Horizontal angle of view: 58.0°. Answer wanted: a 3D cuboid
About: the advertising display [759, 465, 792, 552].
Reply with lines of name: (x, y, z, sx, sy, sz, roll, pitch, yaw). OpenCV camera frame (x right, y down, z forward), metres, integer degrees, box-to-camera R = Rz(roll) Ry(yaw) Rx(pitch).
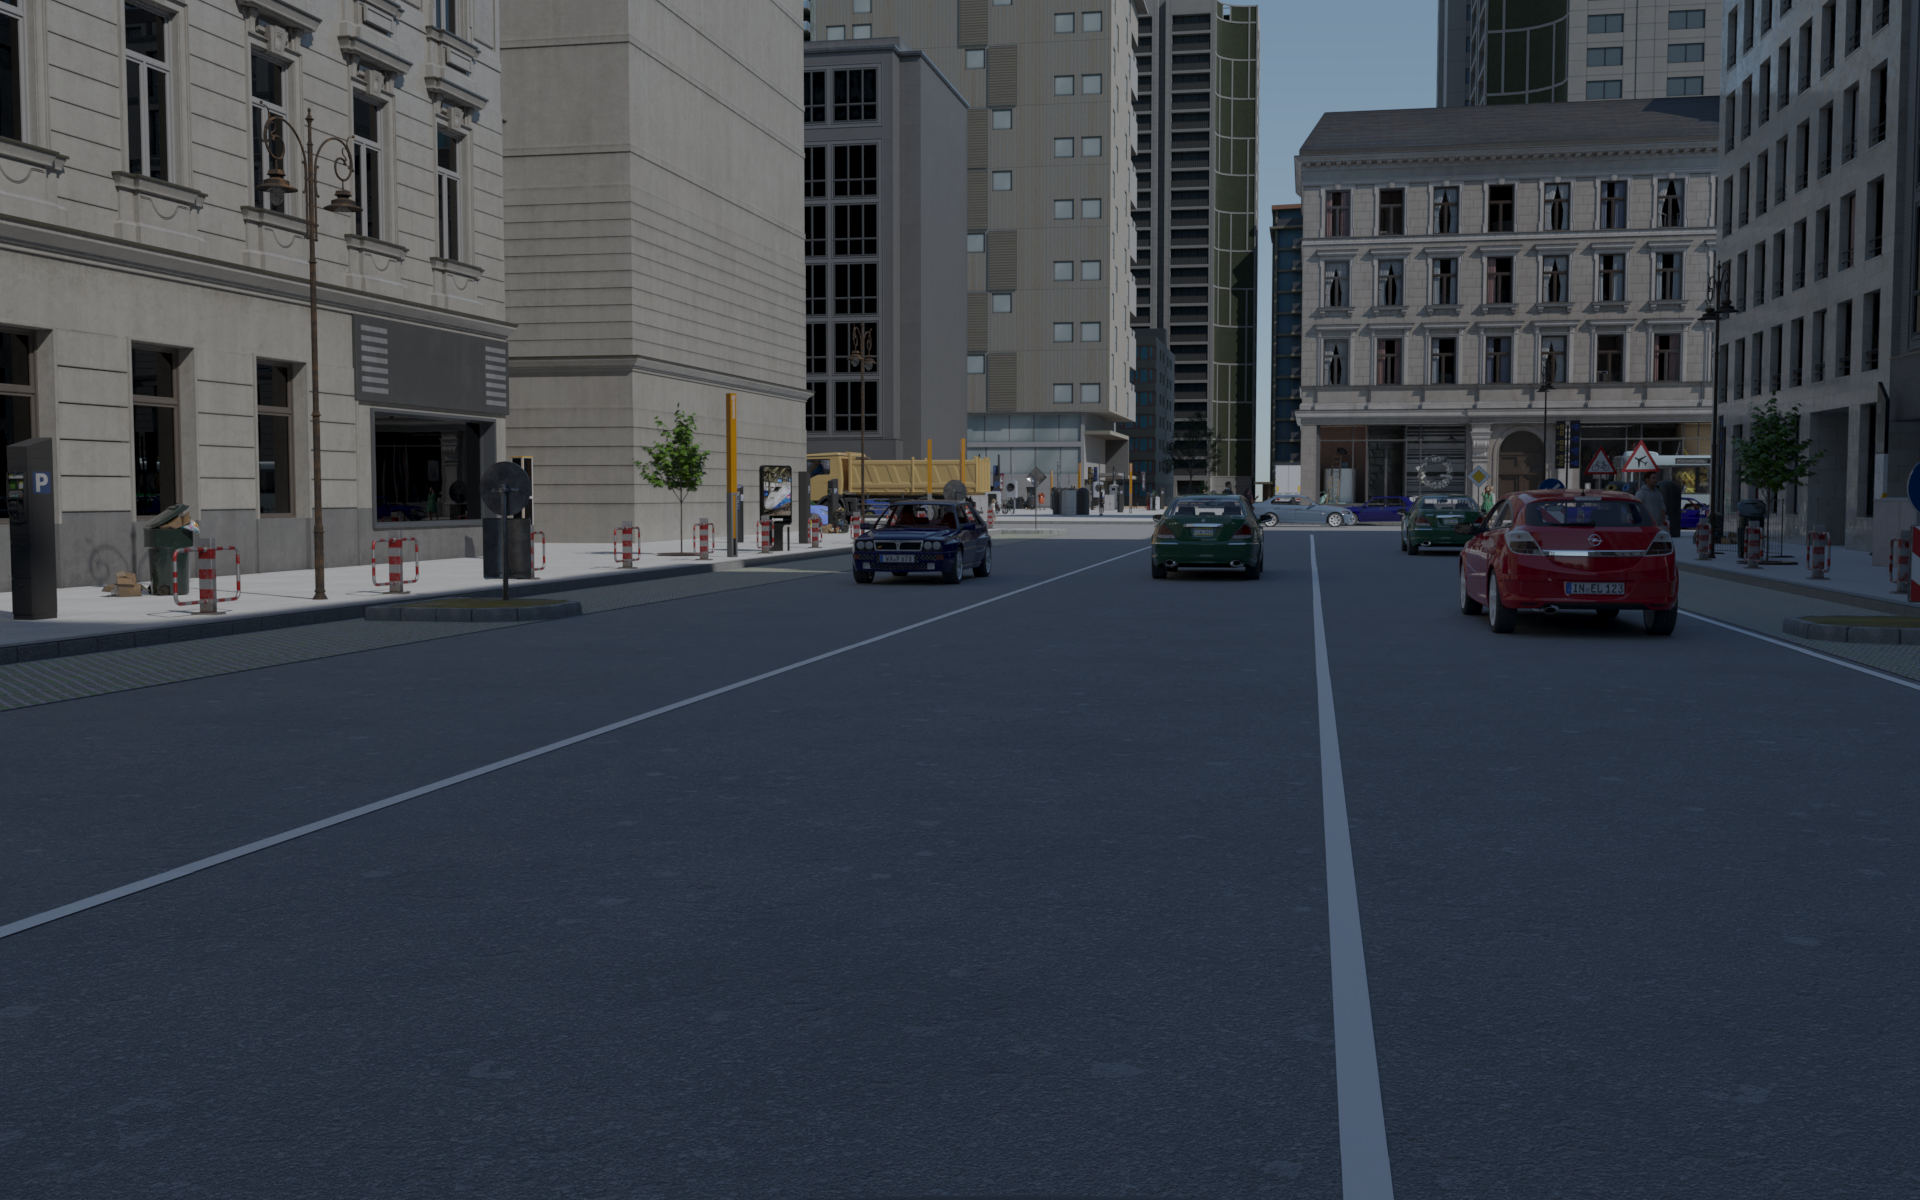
advertising display: (-4.115, -2.048, 38.706, 0.123, 1.923, 0.974, 2, 4, 35)

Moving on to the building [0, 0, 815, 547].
building: (-27.904, -17.098, 55.967, 44.131, 29.872, 17.030, 1, 4, 11)

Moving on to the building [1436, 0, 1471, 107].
building: (60.042, -38.999, 179.636, 21.231, 58.520, 28.212, 1, 4, 11)

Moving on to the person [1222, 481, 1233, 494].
person: (9.976, -3.429, 63.922, 0.474, 1.900, 0.648, -3, 5, -42)

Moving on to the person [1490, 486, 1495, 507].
person: (23.583, -4.173, 77.086, 0.624, 1.780, 0.694, -1, 4, -12)

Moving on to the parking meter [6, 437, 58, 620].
parking meter: (-9.494, -0.734, 17.714, 0.255, 1.863, 0.399, 1, 4, 16)

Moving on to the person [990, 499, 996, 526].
person: (1.416, -3.926, 77.710, 0.382, 1.210, 0.505, -2, 4, -34)

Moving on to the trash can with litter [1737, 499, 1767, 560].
trash can with litter: (15.711, -1.396, 34.216, 0.624, 1.170, 1.055, 1, 4, 15)

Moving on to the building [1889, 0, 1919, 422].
building: (24.291, -14.069, 23.528, 14.314, 27.812, 24.014, 1, 4, 11)

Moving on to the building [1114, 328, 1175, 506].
building: (9.918, -22.063, 205.768, 28.899, 21.520, 27.650, 1, 4, 11)

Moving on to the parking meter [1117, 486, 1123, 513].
parking meter: (11.092, -6.985, 119.921, 0.399, 1.863, 0.255, -2, 4, -31)

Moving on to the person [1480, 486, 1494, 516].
person: (22.416, -3.971, 73.668, 0.600, 1.795, 0.529, 0, 4, -3)

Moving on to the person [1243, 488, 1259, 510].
person: (10.280, -3.144, 61.380, 0.593, 1.643, 0.415, 0, 4, -7)

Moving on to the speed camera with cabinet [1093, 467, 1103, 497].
speed camera with cabinet: (9.297, -7.993, 125.029, 2.038, 3.252, 0.660, 0, 4, -6)

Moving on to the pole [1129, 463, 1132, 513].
pole: (11.319, -7.403, 114.882, 0.158, 3.312, 0.155, 0, 3, 0)

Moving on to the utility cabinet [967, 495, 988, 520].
utility cabinet: (0.871, -4.592, 86.234, 1.020, 1.237, 0.306, 0, 4, -7)

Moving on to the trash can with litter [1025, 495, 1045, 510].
trash can with litter: (6.065, -7.775, 138.179, 2.233, 1.210, 1.678, 1, 4, 10)

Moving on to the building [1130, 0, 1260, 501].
building: (32.815, -49.819, 252.798, 20.611, 71.187, 20.563, 1, 4, 11)

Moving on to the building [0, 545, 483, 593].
building: (-21.065, -14.810, 18.557, 17.030, 29.872, 44.131, 1, 4, 11)

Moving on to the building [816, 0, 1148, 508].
building: (2.666, -35.387, 167.819, 28.713, 52.752, 27.495, 1, 4, 11)

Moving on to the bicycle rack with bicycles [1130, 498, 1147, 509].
bicycle rack with bicycles: (15.776, -8.295, 149.001, 2.852, 0.926, 2.925, 1, 4, 10)

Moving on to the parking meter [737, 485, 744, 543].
parking meter: (-5.906, -2.284, 45.762, 0.372, 1.533, 0.369, 0, 3, 0)

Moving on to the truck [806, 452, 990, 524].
truck: (-3.610, -5.166, 80.391, 9.791, 3.379, 3.469, 1, 4, 12)

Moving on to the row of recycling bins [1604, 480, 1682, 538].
row of recycling bins: (20.730, -2.786, 52.664, 1.069, 1.692, 3.534, -1, 4, -9)

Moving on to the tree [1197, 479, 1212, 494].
tree: (30.363, -13.576, 216.564, 1.663, 3.219, 1.824, 0, 3, 0)

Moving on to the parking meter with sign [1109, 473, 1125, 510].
parking meter with sign: (12.528, -8.866, 141.222, 1.738, 3.016, 0.543, 0, 4, -5)

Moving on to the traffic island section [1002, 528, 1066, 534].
traffic island section: (2.744, -2.499, 63.137, 2.009, 0.180, 2.903, 1, 4, 11)

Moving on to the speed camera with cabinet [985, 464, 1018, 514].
speed camera with cabinet: (2.698, -7.246, 112.807, 2.038, 3.252, 0.660, 1, 4, 15)

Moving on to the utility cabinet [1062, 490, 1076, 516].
utility cabinet: (6.392, -5.699, 101.855, 0.318, 1.500, 1.173, 2, 4, 35)

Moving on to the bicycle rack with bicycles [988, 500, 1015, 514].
bicycle rack with bicycles: (2.381, -5.983, 111.202, 2.925, 0.926, 2.852, -3, 5, -40)

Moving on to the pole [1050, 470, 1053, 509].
pole: (7.885, -9.520, 149.497, 0.158, 3.312, 0.155, 0, 3, 0)

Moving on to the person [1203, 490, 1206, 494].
person: (22.116, -9.076, 156.972, 0.705, 1.814, 1.350, 0, 4, 8)

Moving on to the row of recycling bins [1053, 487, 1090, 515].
row of recycling bins: (6.882, -6.159, 107.805, 1.069, 1.692, 3.534, -2, 4, -28)

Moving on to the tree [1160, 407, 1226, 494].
tree: (24.834, -15.338, 185.185, 7.601, 10.594, 8.767, 1, 4, 21)

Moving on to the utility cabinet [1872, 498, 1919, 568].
utility cabinet: (16.458, -1.171, 30.310, 0.306, 1.237, 1.020, -1, 4, -14)

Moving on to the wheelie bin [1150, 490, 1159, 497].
wheelie bin: (15.747, -8.141, 141.020, 0.693, 1.594, 0.980, 2, 4, 25)

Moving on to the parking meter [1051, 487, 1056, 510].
parking meter: (7.536, -8.161, 139.149, 0.255, 1.863, 0.399, -2, 4, -34)

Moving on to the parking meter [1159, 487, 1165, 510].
parking meter: (16.784, -8.451, 143.877, 0.399, 1.863, 0.255, -1, 4, -17)

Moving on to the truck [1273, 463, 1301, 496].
truck: (30.297, -10.461, 159.953, 2.839, 4.237, 11.283, 1, 4, 11)

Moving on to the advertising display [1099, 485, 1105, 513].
advertising display: (9.698, -6.917, 118.303, 0.123, 1.923, 0.974, 1, 4, 20)

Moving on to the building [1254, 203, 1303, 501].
building: (57.687, -36.430, 250.253, 28.867, 44.769, 22.147, 1, 4, 11)

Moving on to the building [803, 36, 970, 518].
building: (-12.601, -18.589, 97.429, 24.014, 27.812, 14.314, 1, 4, 11)

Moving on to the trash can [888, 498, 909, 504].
trash can: (-2.166, -3.005, 60.782, 0.748, 1.137, 0.748, 0, 3, 0)

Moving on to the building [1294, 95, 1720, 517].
building: (18.928, -14.567, 89.073, 40.483, 20.767, 10.553, 1, 4, 11)

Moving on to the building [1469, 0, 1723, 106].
building: (54.673, -43.818, 154.676, 20.563, 71.187, 20.611, 1, 4, 11)

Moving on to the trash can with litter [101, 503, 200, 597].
trash can with litter: (-10.189, -0.637, 21.808, 1.055, 1.170, 0.624, -3, 5, -44)

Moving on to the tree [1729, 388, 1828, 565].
tree: (14.917, -2.263, 31.603, 1.663, 3.219, 1.824, 0, 3, 0)

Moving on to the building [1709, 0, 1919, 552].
building: (26.744, -11.579, 44.071, 10.420, 20.320, 16.860, 1, 4, 11)

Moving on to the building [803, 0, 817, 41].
building: (-19.499, -55.061, 212.926, 31.000, 86.520, 22.319, 1, 4, 11)

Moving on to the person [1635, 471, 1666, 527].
person: (11.296, -1.201, 28.289, 0.875, 1.805, 0.789, -1, 4, -22)

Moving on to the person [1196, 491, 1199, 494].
person: (31.198, -13.408, 227.345, 0.705, 1.869, 1.348, 1, 4, 20)

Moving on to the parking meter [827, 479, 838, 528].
parking meter: (-4.804, -3.653, 65.432, 0.255, 1.863, 0.399, 2, 4, 34)

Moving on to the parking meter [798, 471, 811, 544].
parking meter: (-4.017, -2.388, 44.762, 0.255, 1.863, 0.399, 0, 4, 7)

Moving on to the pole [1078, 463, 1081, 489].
pole: (7.852, -7.345, 113.933, 0.158, 3.312, 0.155, 0, 3, 0)

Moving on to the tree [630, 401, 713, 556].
tree: (-5.813, -2.544, 36.200, 1.663, 3.219, 1.824, 0, 3, 0)

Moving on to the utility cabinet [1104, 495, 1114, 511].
utility cabinet: (11.278, -7.404, 132.219, 1.020, 1.237, 0.306, 0, 4, 5)

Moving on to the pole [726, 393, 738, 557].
pole: (-4.623, -2.522, 35.072, 0.158, 3.312, 0.155, 0, 3, 0)

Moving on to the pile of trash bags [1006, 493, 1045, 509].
pile of trash bags: (5.727, -8.461, 148.084, 3.447, 1.369, 1.912, -2, 4, -28)

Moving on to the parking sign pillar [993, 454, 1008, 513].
parking sign pillar: (2.487, -7.856, 116.918, 1.447, 3.967, 1.447, 0, 4, 0)
